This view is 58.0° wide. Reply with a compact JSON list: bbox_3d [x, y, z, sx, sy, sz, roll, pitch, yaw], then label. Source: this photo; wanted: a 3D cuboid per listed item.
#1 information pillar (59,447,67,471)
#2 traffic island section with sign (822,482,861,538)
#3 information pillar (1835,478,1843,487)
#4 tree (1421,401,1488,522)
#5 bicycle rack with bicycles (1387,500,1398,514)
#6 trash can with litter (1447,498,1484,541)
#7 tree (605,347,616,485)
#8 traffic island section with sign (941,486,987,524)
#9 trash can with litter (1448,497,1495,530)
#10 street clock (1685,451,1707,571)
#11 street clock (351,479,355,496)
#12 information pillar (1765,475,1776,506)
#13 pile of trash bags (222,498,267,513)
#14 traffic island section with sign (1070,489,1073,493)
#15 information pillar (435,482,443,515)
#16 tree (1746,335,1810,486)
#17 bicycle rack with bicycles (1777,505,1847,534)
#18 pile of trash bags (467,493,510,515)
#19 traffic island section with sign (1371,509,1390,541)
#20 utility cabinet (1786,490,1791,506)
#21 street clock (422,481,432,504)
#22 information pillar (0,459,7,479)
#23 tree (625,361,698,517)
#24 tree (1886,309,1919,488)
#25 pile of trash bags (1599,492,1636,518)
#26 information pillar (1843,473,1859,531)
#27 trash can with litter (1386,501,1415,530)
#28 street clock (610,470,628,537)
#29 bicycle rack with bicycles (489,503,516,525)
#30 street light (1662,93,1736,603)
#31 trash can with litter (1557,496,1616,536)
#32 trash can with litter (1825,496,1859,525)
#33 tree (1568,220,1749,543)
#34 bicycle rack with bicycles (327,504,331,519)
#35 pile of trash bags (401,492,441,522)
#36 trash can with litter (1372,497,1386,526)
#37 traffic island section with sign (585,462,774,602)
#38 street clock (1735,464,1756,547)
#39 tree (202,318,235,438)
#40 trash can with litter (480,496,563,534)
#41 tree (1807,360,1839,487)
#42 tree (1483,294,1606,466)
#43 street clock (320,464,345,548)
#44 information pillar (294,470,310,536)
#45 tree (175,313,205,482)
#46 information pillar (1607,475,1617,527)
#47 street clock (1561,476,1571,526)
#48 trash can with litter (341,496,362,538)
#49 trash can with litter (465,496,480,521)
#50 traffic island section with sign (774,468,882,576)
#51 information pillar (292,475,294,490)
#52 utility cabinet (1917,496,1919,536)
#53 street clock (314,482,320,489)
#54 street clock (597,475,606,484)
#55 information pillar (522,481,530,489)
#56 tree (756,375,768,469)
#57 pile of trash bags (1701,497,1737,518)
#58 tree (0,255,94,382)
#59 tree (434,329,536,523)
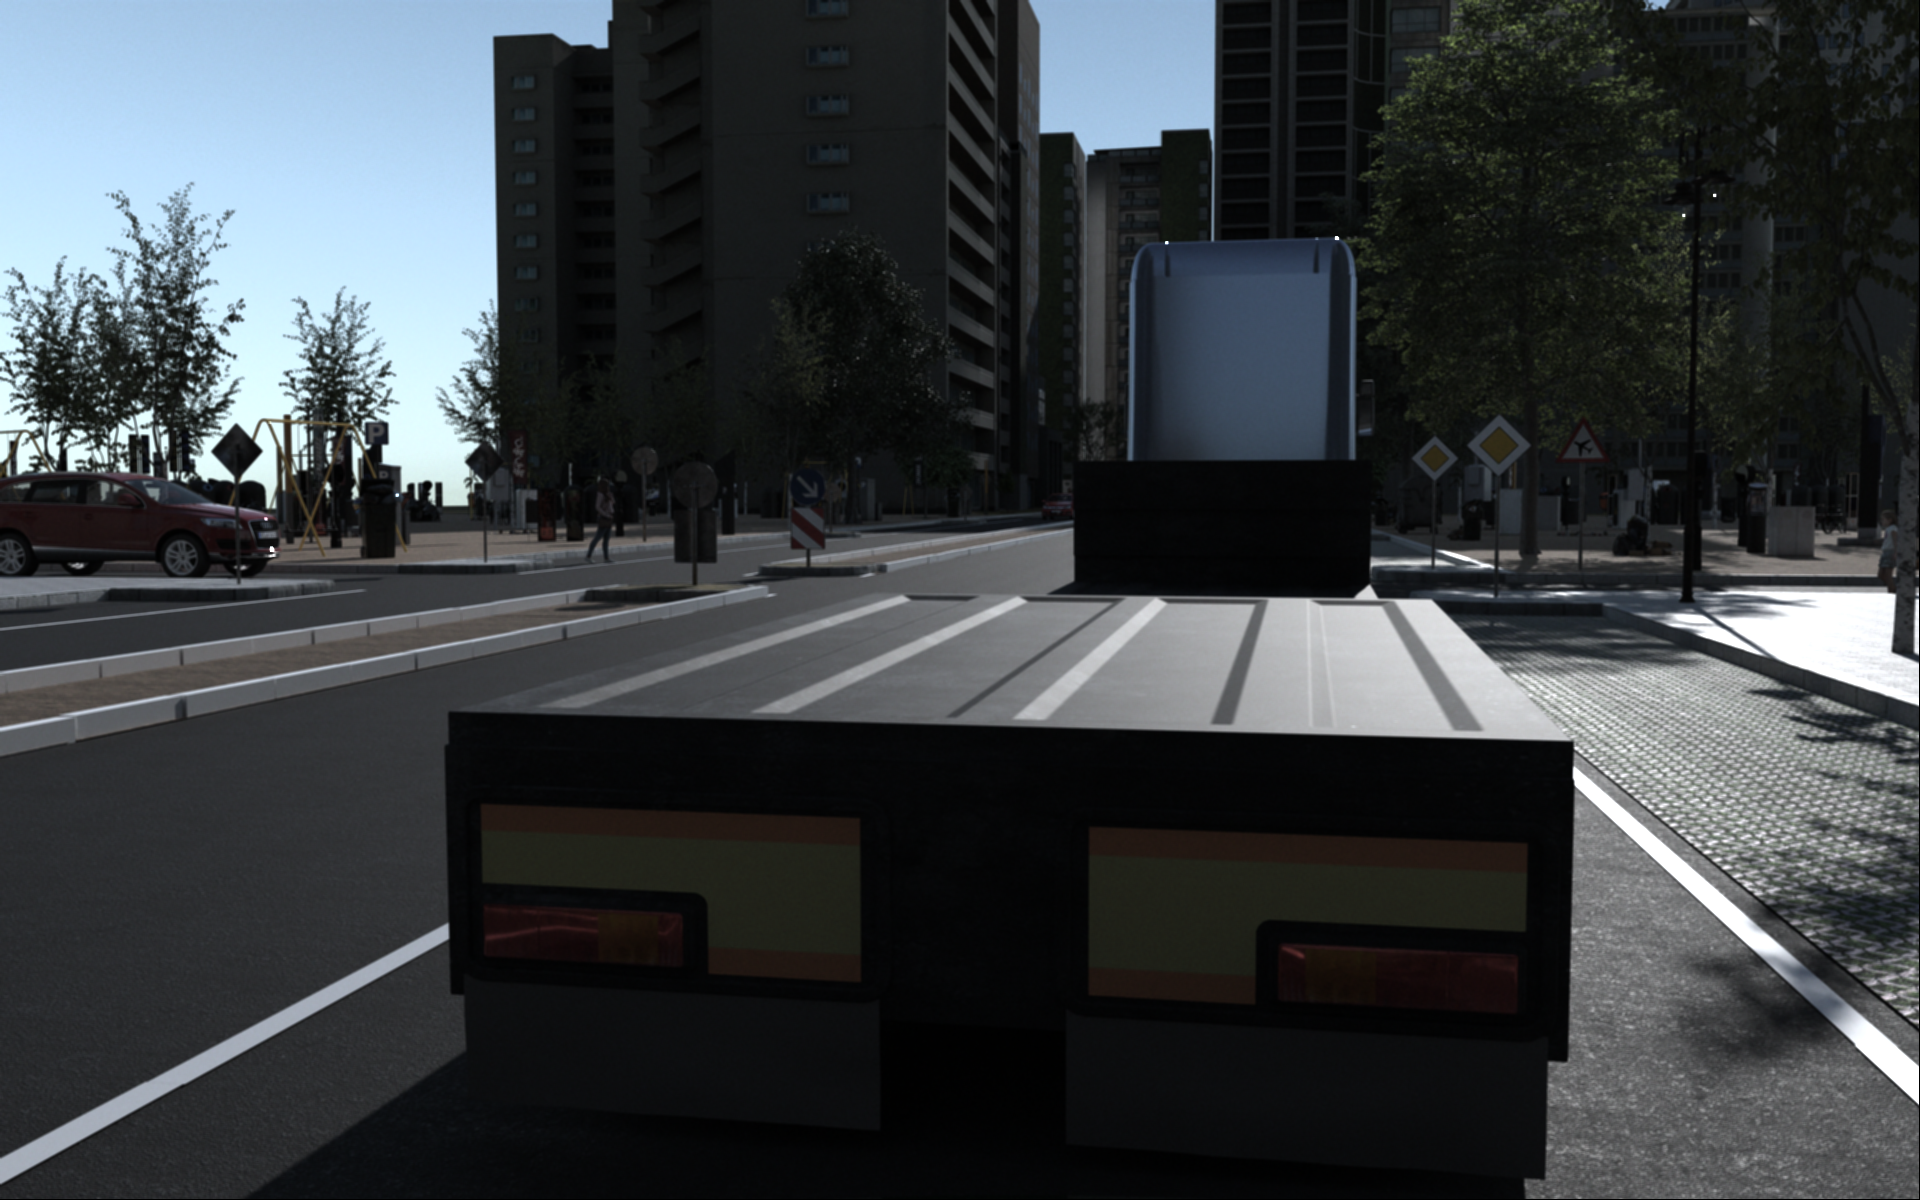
[{"bbox_3d":[-44.757,-5.820,86.507,0.183,3.616,0.504,1,4,12],"label":"information pillar"},{"bbox_3d":[-4.337,-2.969,57.167,1.989,1.847,2.006,1,4,10],"label":"traffic island section with sign"},{"bbox_3d":[40.820,-4.642,80.385,0.304,2.012,0.304,0,4,0],"label":"information pillar"},{"bbox_3d":[22.975,-7.946,80.283,4.360,8.622,3.978,0,3,0],"label":"tree"},{"bbox_3d":[25.356,-5.332,100.555,2.925,0.926,2.852,-1,4,-20],"label":"bicycle rack with bicycles"},{"bbox_3d":[13.932,-2.230,47.855,0.624,1.170,1.055,-3,4,-36],"label":"trash can with litter"},{"bbox_3d":[-16.947,-8.196,84.371,4.737,8.622,4.395,0,3,0],"label":"tree"},{"bbox_3d":[0.245,-4.593,83.731,1.989,1.847,2.006,1,4,10],"label":"traffic island section with sign"},{"bbox_3d":[18.848,-3.173,62.941,1.678,1.210,2.233,-3,5,-42],"label":"trash can with litter"},{"bbox_3d":[12.347,-1.498,29.061,0.358,2.002,0.471,1,4,11],"label":"street clock"},{"bbox_3d":[-26.404,-4.301,74.898,0.358,2.002,0.471,2,4,32],"label":"street clock"},{"bbox_3d":[30.717,-3.744,65.703,0.304,2.012,0.304,3,5,44],"label":"information pillar"},{"bbox_3d":[-39.355,-5.247,95.536,1.912,1.369,3.447,-1,4,-12],"label":"pile of trash bags"},{"bbox_3d":[8.755,-7.611,133.061,1.989,1.847,2.006,1,4,10],"label":"traffic island section with sign"},{"bbox_3d":[-32.435,-6.319,107.807,0.304,2.012,0.304,2,4,28],"label":"information pillar"},{"bbox_3d":[27.728,-6.896,63.118,4.360,8.622,3.978,0,3,0],"label":"tree"},{"bbox_3d":[27.894,-2.658,56.834,2.925,0.926,2.852,-1,4,-18],"label":"bicycle rack with bicycles"},{"bbox_3d":[-28.670,-5.825,104.987,3.447,1.369,1.912,2,4,35],"label":"pile of trash bags"},{"bbox_3d":[12.308,-2.766,53.846,1.989,1.847,2.006,1,4,10],"label":"traffic island section with sign"},{"bbox_3d":[44.950,-5.164,93.117,1.173,1.500,0.318,-2,4,-24],"label":"utility cabinet"},{"bbox_3d":[-28.788,-5.449,93.668,0.471,2.002,0.358,0,4,1],"label":"street clock"},{"bbox_3d":[-63.847,-7.604,115.688,0.183,3.616,0.504,2,4,24],"label":"information pillar"},{"bbox_3d":[-16.165,-8.872,95.424,4.360,8.622,3.978,0,3,0],"label":"tree"},{"bbox_3d":[36.380,-7.015,65.061,4.360,8.622,3.978,0,3,0],"label":"tree"},{"bbox_3d":[36.388,-5.159,94.107,3.447,1.369,1.912,0,4,-7],"label":"pile of trash bags"},{"bbox_3d":[31.103,-3.421,60.424,0.304,2.012,0.304,0,4,-2],"label":"information pillar"},{"bbox_3d":[15.736,-3.055,61.333,0.624,1.170,1.055,-1,4,-14],"label":"trash can with litter"},{"bbox_3d":[-10.243,-2.906,52.090,0.471,2.002,0.358,-3,5,-41],"label":"street clock"},{"bbox_3d":[-18.374,-3.592,72.110,2.852,0.926,2.925,-1,4,-17],"label":"bicycle rack with bicycles"},{"bbox_3d":[8.618,-2.909,20.348,0.468,5.910,1.993,1,4,10],"label":"street light"},{"bbox_3d":[19.301,-2.580,53.247,2.233,1.210,1.678,-1,4,-10],"label":"trash can with litter"},{"bbox_3d":[36.699,-3.717,71.829,2.233,1.210,1.678,2,4,35],"label":"trash can with litter"},{"bbox_3d":[18.033,-5.809,45.338,4.360,8.622,3.978,0,3,0],"label":"tree"},{"bbox_3d":[-31.613,-4.747,90.998,2.925,0.926,2.852,2,4,32],"label":"bicycle rack with bicycles"},{"bbox_3d":[-25.637,-4.259,79.379,1.912,1.369,3.447,2,4,32],"label":"pile of trash bags"},{"bbox_3d":[17.077,-3.578,69.895,1.055,1.170,0.624,-3,5,-43],"label":"trash can with litter"},{"bbox_3d":[-3.839,-0.958,23.802,2.006,1.907,1.989,1,4,10],"label":"traffic island section with sign"},{"bbox_3d":[19.135,-2.304,42.237,0.358,2.002,0.471,-1,4,-15],"label":"street clock"},{"bbox_3d":[-31.203,-7.276,69.323,4.737,8.622,4.395,0,3,0],"label":"tree"},{"bbox_3d":[-14.252,-2.763,56.236,2.233,1.210,1.678,-1,4,-21],"label":"trash can with litter"},{"bbox_3d":[42.246,-8.187,84.220,4.360,8.622,3.978,0,3,0],"label":"tree"},{"bbox_3d":[29.614,-9.955,88.511,9.928,11.665,9.643,0,3,0],"label":"tree"},{"bbox_3d":[-14.973,-2.260,41.521,0.358,2.002,0.471,1,4,15],"label":"street clock"},{"bbox_3d":[-20.248,-2.993,53.426,0.304,2.012,0.304,-1,4,-12],"label":"information pillar"},{"bbox_3d":[-30.605,-6.821,61.892,4.737,8.622,4.395,0,3,0],"label":"tree"},{"bbox_3d":[25.351,-3.843,67.320,0.304,2.012,0.304,2,4,26],"label":"information pillar"},{"bbox_3d":[24.587,-4.020,70.301,0.358,2.002,0.471,3,5,40],"label":"street clock"},{"bbox_3d":[-17.658,-2.474,51.505,1.678,1.210,2.233,2,4,35],"label":"trash can with litter"},{"bbox_3d":[-23.598,-4.480,84.312,1.678,1.210,2.233,0,4,-1],"label":"trash can with litter"},{"bbox_3d":[-2.569,-1.404,31.100,2.006,1.907,1.989,1,4,10],"label":"traffic island section with sign"},{"bbox_3d":[-25.129,-3.707,65.094,0.304,2.012,0.304,2,4,33],"label":"information pillar"},{"bbox_3d":[29.177,-2.525,52.450,1.020,1.237,0.306,2,4,33],"label":"utility cabinet"},{"bbox_3d":[-34.036,-5.337,91.827,0.471,2.002,0.358,1,4,10],"label":"street clock"},{"bbox_3d":[-13.853,-3.820,67.032,0.358,2.002,0.471,-2,4,-28],"label":"street clock"},{"bbox_3d":[-22.661,-5.263,90.534,0.304,2.012,0.304,1,4,20],"label":"information pillar"},{"bbox_3d":[-13.296,-9.596,107.257,4.737,8.622,4.395,0,3,0],"label":"tree"},{"bbox_3d":[41.963,-5.231,95.272,3.447,1.369,1.912,-1,4,-20],"label":"pile of trash bags"},{"bbox_3d":[-28.260,-6.358,54.312,4.737,8.622,4.395,0,3,0],"label":"tree"},{"bbox_3d":[-20.868,-7.755,77.149,4.360,8.622,3.978,0,3,0],"label":"tree"}]
